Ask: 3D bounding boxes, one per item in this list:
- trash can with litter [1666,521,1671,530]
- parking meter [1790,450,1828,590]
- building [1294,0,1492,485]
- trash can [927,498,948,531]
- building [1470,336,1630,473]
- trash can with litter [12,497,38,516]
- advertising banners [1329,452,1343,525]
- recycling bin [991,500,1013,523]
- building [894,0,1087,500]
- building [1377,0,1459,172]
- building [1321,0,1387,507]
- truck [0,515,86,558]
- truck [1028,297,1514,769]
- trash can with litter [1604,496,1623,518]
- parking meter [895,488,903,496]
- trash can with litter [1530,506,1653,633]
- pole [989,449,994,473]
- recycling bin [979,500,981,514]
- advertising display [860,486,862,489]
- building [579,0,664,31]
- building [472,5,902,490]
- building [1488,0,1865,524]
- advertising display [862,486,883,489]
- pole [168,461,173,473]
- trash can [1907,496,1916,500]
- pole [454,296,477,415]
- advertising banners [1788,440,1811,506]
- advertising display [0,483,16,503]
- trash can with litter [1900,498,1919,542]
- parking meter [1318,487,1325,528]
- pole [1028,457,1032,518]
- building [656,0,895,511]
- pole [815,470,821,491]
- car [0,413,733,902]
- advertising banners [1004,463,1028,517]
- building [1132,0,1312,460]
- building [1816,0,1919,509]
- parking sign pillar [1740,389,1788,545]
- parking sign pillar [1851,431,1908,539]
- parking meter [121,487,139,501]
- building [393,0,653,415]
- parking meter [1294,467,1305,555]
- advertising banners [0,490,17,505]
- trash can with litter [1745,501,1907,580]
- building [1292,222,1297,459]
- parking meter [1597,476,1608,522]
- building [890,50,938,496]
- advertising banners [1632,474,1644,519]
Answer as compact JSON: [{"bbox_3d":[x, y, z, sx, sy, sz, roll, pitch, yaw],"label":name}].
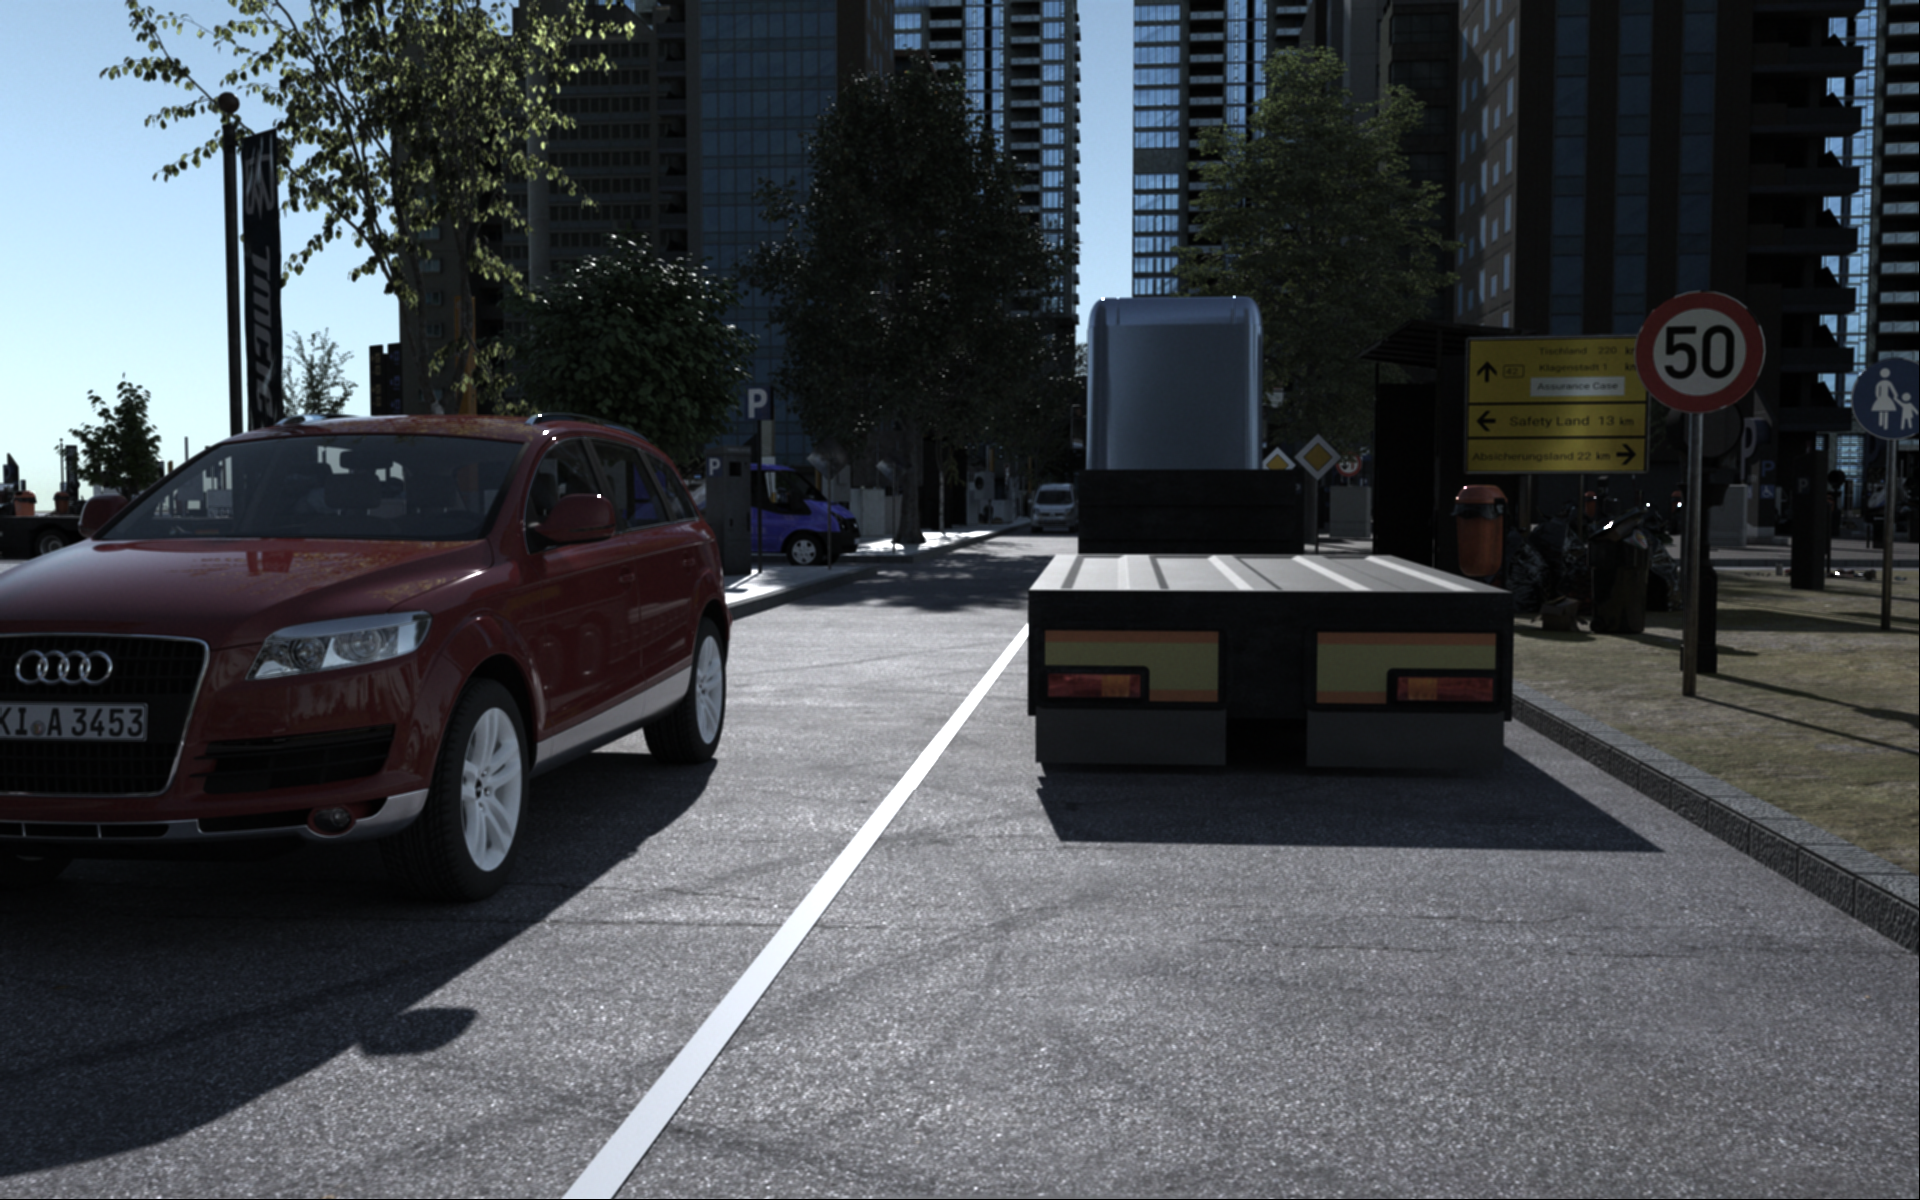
[{"bbox_3d":[25.852,-3.111,62.248,1.055,1.170,0.624,-2,4,-34],"label":"trash can with litter"},{"bbox_3d":[11.439,-1.078,23.344,0.255,1.863,0.399,-1,4,-20],"label":"parking meter"},{"bbox_3d":[37.251,-30.709,152.200,14.600,45.320,14.200,0,4,6],"label":"building"},{"bbox_3d":[-0.778,-3.015,60.945,0.748,1.137,0.748,0,3,0],"label":"trash can"},{"bbox_3d":[63.792,-36.308,213.251,30.456,49.044,23.786,0,4,6],"label":"building"},{"bbox_3d":[-50.989,-5.091,94.302,2.233,1.210,1.678,0,4,-3],"label":"trash can with litter"},{"bbox_3d":[15.439,-4.570,70.907,0.090,3.025,2.074,2,4,27],"label":"advertising banners"},{"bbox_3d":[1.840,-3.876,75.933,0.722,1.027,0.722,3,4,36],"label":"recycling bin"},{"bbox_3d":[1.966,-55.333,217.372,31.000,86.520,22.319,0,4,6],"label":"building"},{"bbox_3d":[31.496,-20.223,102.351,14.160,30.474,14.107,0,4,6],"label":"building"},{"bbox_3d":[38.206,-35.970,130.109,21.231,58.520,28.212,0,4,6],"label":"building"},{"bbox_3d":[-23.987,-2.790,35.368,18.799,4.110,2.967,0,4,5],"label":"truck"},{"bbox_3d":[2.405,-1.724,17.954,2.967,4.110,18.799,0,4,5],"label":"truck"},{"bbox_3d":[19.055,-2.484,51.676,2.233,1.210,1.678,1,4,13],"label":"trash can with litter"},{"bbox_3d":[-2.712,-4.216,77.342,0.372,1.533,0.369,0,3,0],"label":"parking meter"},{"bbox_3d":[5.869,-0.288,16.099,1.055,1.170,0.624,2,4,31],"label":"trash can with litter"},{"bbox_3d":[1.434,-5.161,78.227,0.158,3.312,0.155,0,3,0],"label":"pole"},{"bbox_3d":[0.555,-4.119,79.903,0.722,1.027,0.722,0,4,-8],"label":"recycling bin"},{"bbox_3d":[-5.066,-5.288,91.680,0.123,1.923,0.974,-1,4,-22],"label":"advertising display"},{"bbox_3d":[-43.347,-55.604,221.795,31.000,86.520,22.319,0,4,6],"label":"building"},{"bbox_3d":[-20.034,-27.514,141.733,32.217,40.220,23.993,0,4,6],"label":"building"},{"bbox_3d":[31.300,-26.274,79.696,14.600,45.320,14.200,0,4,6],"label":"building"},{"bbox_3d":[-4.400,-5.064,88.013,0.974,1.923,0.123,1,4,22],"label":"advertising display"},{"bbox_3d":[-50.460,-7.142,110.612,0.158,3.312,0.155,0,3,0],"label":"pole"},{"bbox_3d":[58.595,-5.812,106.676,0.748,1.137,0.748,0,3,0],"label":"trash can"},{"bbox_3d":[-5.100,-1.473,17.925,0.158,3.312,0.155,0,3,0],"label":"pole"},{"bbox_3d":[27.739,-3.733,57.219,0.090,3.025,2.074,1,4,9],"label":"advertising banners"},{"bbox_3d":[-56.470,-5.959,102.648,0.974,1.923,0.123,0,4,-1],"label":"advertising display"},{"bbox_3d":[25.495,-2.111,45.903,1.055,1.170,0.624,-2,4,-29],"label":"trash can with litter"},{"bbox_3d":[13.441,-3.447,64.775,0.372,1.533,0.369,0,3,0],"label":"parking meter"},{"bbox_3d":[3.753,-6.078,93.219,0.158,3.312,0.155,0,3,0],"label":"pole"},{"bbox_3d":[-12.378,-28.838,121.615,14.600,45.320,14.200,0,4,6],"label":"building"},{"bbox_3d":[-5.544,-4.513,67.636,0.158,3.312,0.155,0,3,0],"label":"pole"},{"bbox_3d":[-2.478,0.050,7.857,2.281,1.827,5.304,0,4,6],"label":"car"},{"bbox_3d":[3.180,-6.233,98.099,0.090,3.025,2.074,-3,5,-41],"label":"advertising banners"},{"bbox_3d":[33.075,-55.111,213.734,31.000,86.520,22.319,0,4,6],"label":"building"},{"bbox_3d":[79.616,-51.623,156.703,31.000,86.520,22.319,0,4,6],"label":"building"},{"bbox_3d":[20.254,-3.391,43.911,1.447,3.967,1.447,0,4,6],"label":"parking sign pillar"},{"bbox_3d":[26.469,-3.748,49.759,1.447,3.967,1.447,0,4,8],"label":"parking sign pillar"},{"bbox_3d":[-18.812,-1.888,39.283,0.372,1.533,0.369,0,3,0],"label":"parking meter"},{"bbox_3d":[-40.990,-33.467,170.891,21.600,48.544,21.300,0,4,6],"label":"building"},{"bbox_3d":[6.989,-1.862,36.162,0.399,1.863,0.255,0,4,6],"label":"parking meter"},{"bbox_3d":[-41.680,-4.844,75.388,2.074,3.025,0.090,1,4,11],"label":"advertising banners"},{"bbox_3d":[13.420,-0.954,26.656,1.678,1.210,2.233,-1,4,-22],"label":"trash can with litter"},{"bbox_3d":[39.017,-24.157,166.675,14.160,30.474,14.107,0,4,6],"label":"building"},{"bbox_3d":[21.022,-3.117,56.674,0.255,1.863,0.399,3,4,37],"label":"parking meter"},{"bbox_3d":[-15.184,-31.398,167.989,28.867,44.769,22.147,0,4,6],"label":"building"},{"bbox_3d":[24.190,-4.016,61.843,0.090,3.025,2.074,1,4,11],"label":"advertising banners"}]
